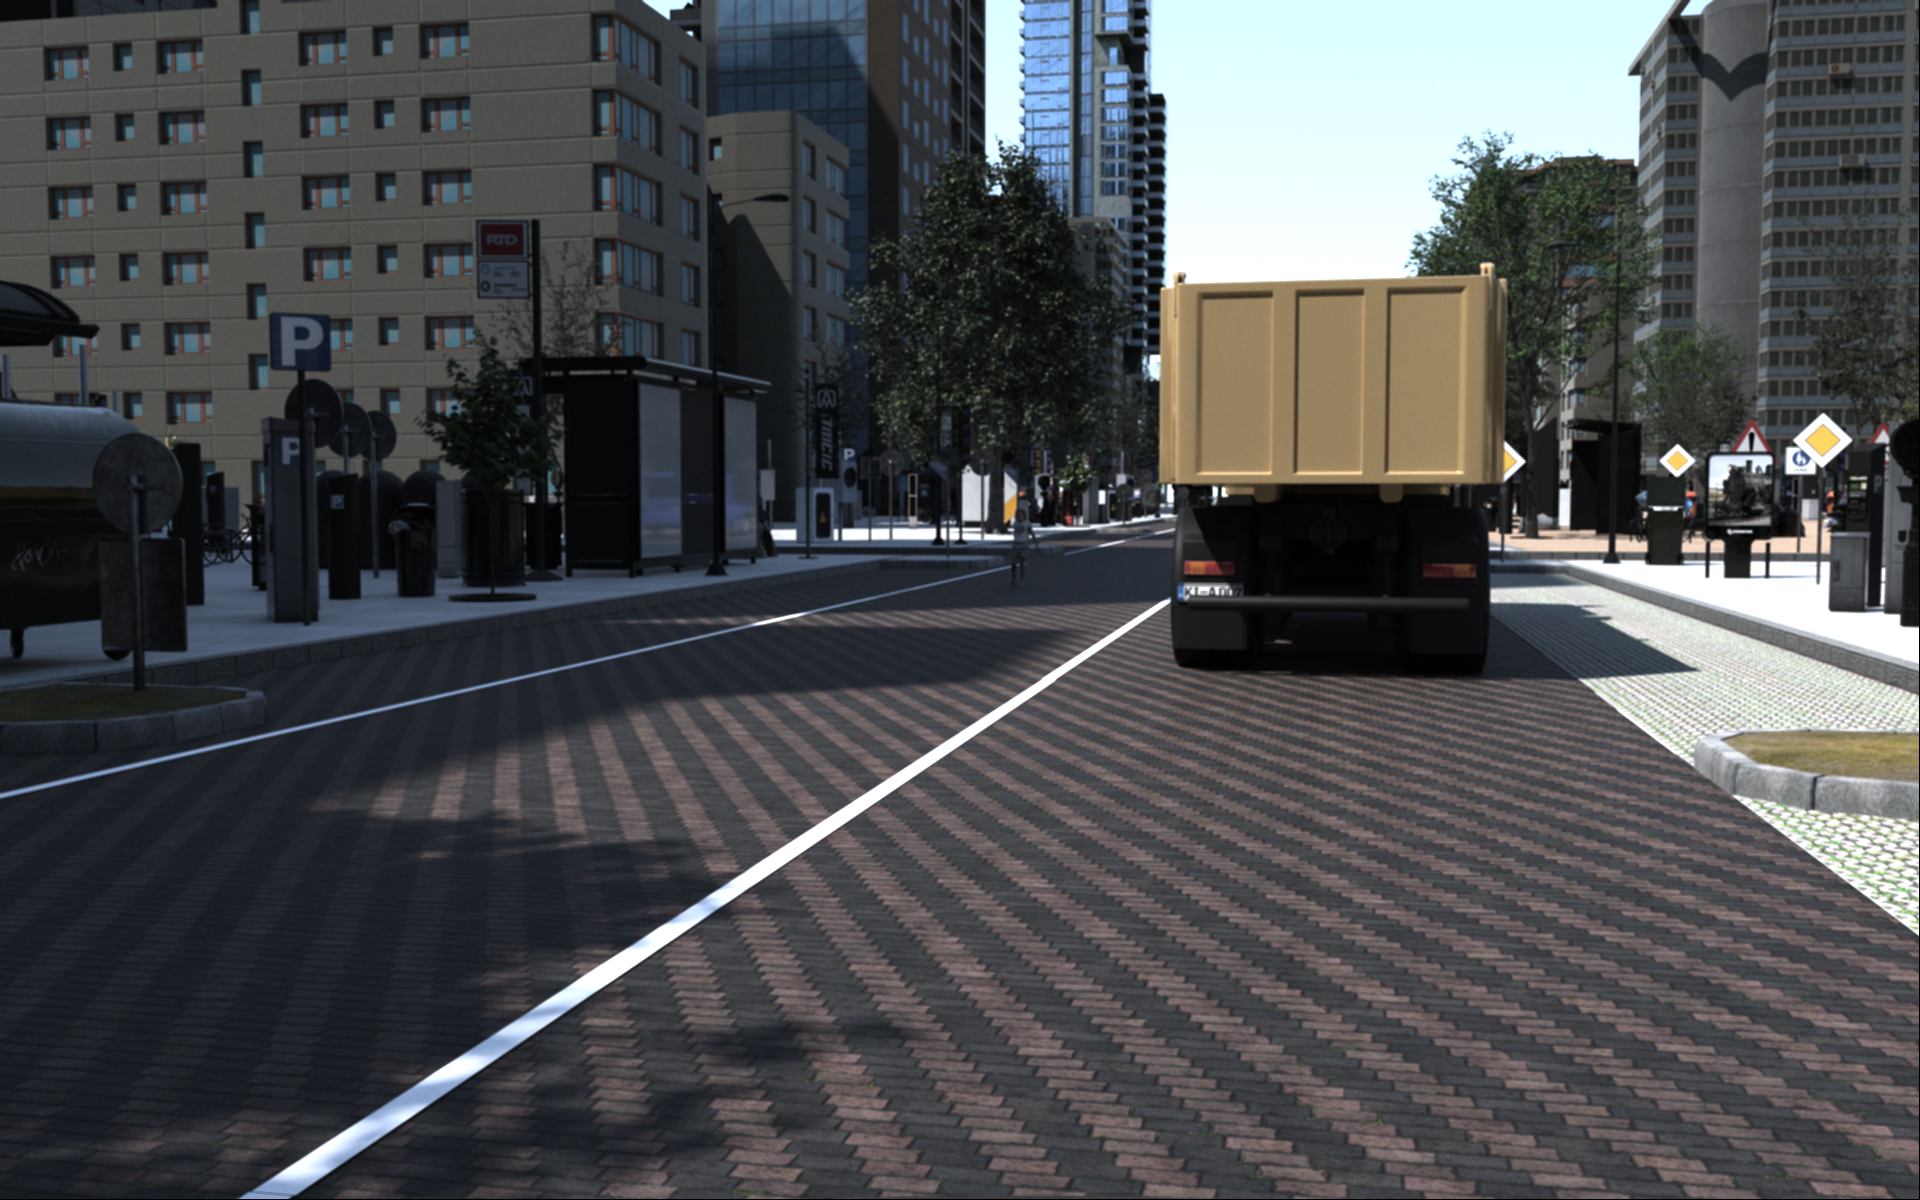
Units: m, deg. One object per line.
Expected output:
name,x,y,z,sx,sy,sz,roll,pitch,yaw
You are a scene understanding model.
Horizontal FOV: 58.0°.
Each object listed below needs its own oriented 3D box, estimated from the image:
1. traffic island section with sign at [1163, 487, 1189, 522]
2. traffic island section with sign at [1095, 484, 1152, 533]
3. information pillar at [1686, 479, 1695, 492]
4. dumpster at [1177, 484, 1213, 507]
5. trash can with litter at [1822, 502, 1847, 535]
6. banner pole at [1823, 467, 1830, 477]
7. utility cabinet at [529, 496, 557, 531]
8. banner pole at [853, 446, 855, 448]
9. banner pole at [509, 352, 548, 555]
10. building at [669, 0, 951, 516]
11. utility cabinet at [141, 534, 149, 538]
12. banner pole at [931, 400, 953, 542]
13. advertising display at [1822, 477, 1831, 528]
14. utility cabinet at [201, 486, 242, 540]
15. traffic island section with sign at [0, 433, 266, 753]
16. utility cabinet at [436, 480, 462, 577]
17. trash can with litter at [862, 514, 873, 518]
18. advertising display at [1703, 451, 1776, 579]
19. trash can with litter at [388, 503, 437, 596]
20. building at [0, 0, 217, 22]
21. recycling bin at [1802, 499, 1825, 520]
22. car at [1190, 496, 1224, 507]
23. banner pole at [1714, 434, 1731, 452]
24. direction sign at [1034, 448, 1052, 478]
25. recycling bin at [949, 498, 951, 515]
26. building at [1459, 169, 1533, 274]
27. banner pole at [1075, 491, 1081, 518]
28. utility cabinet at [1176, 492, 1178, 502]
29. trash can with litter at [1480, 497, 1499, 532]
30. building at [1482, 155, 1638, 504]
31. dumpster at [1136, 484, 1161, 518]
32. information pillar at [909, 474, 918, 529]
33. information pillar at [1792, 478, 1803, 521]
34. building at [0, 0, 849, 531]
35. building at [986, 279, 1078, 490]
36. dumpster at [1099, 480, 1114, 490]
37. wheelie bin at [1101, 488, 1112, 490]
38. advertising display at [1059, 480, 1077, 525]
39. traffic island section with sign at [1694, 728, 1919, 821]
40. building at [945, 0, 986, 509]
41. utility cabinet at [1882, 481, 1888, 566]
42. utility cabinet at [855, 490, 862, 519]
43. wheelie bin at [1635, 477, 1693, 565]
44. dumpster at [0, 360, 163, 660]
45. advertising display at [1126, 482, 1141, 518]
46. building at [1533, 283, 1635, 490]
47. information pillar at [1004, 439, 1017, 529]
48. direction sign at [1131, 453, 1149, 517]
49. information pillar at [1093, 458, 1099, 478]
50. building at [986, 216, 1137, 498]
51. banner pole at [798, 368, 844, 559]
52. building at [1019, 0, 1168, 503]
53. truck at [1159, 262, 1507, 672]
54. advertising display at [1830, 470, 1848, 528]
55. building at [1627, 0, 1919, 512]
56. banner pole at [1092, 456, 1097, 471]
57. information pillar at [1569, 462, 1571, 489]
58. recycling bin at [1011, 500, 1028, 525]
traffic island section with sign,11.767,-5.043,91.081,1.989,1.847,2.006,1,4,12
traffic island section with sign,6.148,-3.430,64.715,1.989,1.847,2.006,1,4,12
information pillar,36.319,-4.994,86.150,0.304,2.012,0.304,0,4,6
dumpster,12.944,-5.530,95.365,1.985,2.255,1.502,1,4,10
trash can with litter,12.957,-0.842,25.149,0.624,1.170,1.055,3,5,42
banner pole,38.235,-5.287,76.466,0.863,3.779,0.401,-3,4,-38
utility cabinet,-13.704,-2.808,57.067,0.306,1.237,1.020,2,4,35
banner pole,-5.141,-5.449,79.111,0.863,3.779,0.401,1,4,22
banner pole,-7.568,-2.485,30.648,0.863,3.779,0.401,0,4,-1
building,-8.810,-28.031,108.422,14.600,45.320,14.200,1,4,12
utility cabinet,-9.738,-0.547,20.099,0.306,1.237,1.020,0,4,-6
banner pole,-0.443,-3.428,46.062,0.401,3.779,0.863,3,4,37
advertising display,33.183,-3.716,65.972,0.974,1.923,0.123,-2,4,-27
utility cabinet,-20.325,-2.369,47.412,1.173,1.500,0.318,-1,4,-11
traffic island section with sign,-5.411,-0.118,10.555,1.989,1.847,2.006,1,4,12
utility cabinet,-7.948,-1.118,26.951,0.318,1.500,1.173,-1,4,-11
trash can with litter,-5.581,-5.126,94.873,1.678,1.210,2.233,0,4,-1
advertising display,11.848,-1.293,26.357,0.974,1.923,0.123,1,4,14
trash can with litter,-6.972,-0.645,21.925,0.624,1.170,1.055,-2,4,-25
building,-47.428,-39.082,77.238,20.611,71.187,20.563,1,4,12
recycling bin,41.989,-4.455,85.397,0.722,1.027,0.722,0,4,-2
car,10.411,-3.565,70.861,1.945,1.354,3.894,1,4,10
banner pole,31.766,-5.037,72.364,0.401,3.779,0.863,-3,5,-41
direction sign,4.039,-5.678,84.825,0.876,3.537,0.379,1,4,10
recycling bin,-0.450,-5.843,108.085,0.722,1.027,0.722,0,4,4
building,84.522,-38.499,253.160,21.300,48.544,21.600,1,4,12
banner pole,6.588,-6.421,95.000,0.401,3.779,0.863,2,4,33
utility cabinet,14.768,-6.485,114.712,1.173,1.500,0.318,-1,4,-15
trash can with litter,17.818,-2.911,58.987,0.624,1.170,1.055,-2,4,-34
building,80.439,-35.088,228.316,22.147,44.769,28.867,1,4,12
dumpster,10.140,-5.356,93.337,1.264,1.857,1.865,1,4,12
information pillar,-1.724,-3.629,63.818,0.304,2.012,0.304,0,4,5
information pillar,38.459,-4.590,79.544,0.304,2.012,0.304,-2,4,-31
building,-22.089,-14.110,75.744,27.650,21.520,28.899,1,4,12
building,-4.652,-19.050,156.499,27.650,21.520,28.899,1,4,12
dumpster,8.833,-6.422,107.492,1.502,2.255,1.985,1,4,12
wheelie bin,7.970,-5.310,94.724,0.980,1.594,0.693,-1,4,-13
advertising display,4.524,-4.099,72.238,0.974,1.923,0.123,3,5,42
traffic island section with sign,4.725,0.015,8.389,1.989,1.847,2.006,1,4,12
building,-6.782,-42.319,130.165,20.563,71.187,20.611,1,4,12
utility cabinet,16.321,-1.335,30.510,1.173,1.500,0.318,-3,4,-36
utility cabinet,-5.078,-4.793,87.039,0.318,1.500,1.173,0,4,-1
wheelie bin,12.736,-1.434,31.347,0.980,1.594,0.693,1,4,22
dumpster,-7.069,-0.620,12.628,1.502,2.255,1.985,1,4,12
advertising display,9.140,-5.308,92.000,0.974,1.923,0.123,1,4,16
building,67.152,-18.890,153.897,27.650,21.520,28.899,1,4,12
information pillar,1.864,-4.452,64.149,0.504,3.616,0.183,1,4,11
direction sign,9.890,-6.376,96.252,0.876,3.537,0.379,-1,4,-17
information pillar,8.809,-7.403,112.401,0.504,3.616,0.183,-2,4,-35
building,8.657,-32.867,229.260,32.217,40.220,23.993,1,4,12
banner pole,-2.800,-2.717,34.440,0.863,3.779,0.401,0,4,2
building,19.965,-57.543,253.503,22.319,86.520,31.000,1,4,12
truck,3.828,-1.332,17.710,3.469,3.379,9.791,1,4,13
advertising display,24.208,-2.570,47.226,0.974,1.923,0.123,-2,4,-25
building,63.617,-26.618,127.089,32.217,40.220,23.993,1,4,12
banner pole,8.881,-7.600,114.269,0.401,3.779,0.863,-1,4,-19
information pillar,37.076,-6.926,104.598,0.504,3.616,0.183,2,4,23
recycling bin,2.379,-3.655,72.313,0.722,1.027,0.722,-2,4,-29
